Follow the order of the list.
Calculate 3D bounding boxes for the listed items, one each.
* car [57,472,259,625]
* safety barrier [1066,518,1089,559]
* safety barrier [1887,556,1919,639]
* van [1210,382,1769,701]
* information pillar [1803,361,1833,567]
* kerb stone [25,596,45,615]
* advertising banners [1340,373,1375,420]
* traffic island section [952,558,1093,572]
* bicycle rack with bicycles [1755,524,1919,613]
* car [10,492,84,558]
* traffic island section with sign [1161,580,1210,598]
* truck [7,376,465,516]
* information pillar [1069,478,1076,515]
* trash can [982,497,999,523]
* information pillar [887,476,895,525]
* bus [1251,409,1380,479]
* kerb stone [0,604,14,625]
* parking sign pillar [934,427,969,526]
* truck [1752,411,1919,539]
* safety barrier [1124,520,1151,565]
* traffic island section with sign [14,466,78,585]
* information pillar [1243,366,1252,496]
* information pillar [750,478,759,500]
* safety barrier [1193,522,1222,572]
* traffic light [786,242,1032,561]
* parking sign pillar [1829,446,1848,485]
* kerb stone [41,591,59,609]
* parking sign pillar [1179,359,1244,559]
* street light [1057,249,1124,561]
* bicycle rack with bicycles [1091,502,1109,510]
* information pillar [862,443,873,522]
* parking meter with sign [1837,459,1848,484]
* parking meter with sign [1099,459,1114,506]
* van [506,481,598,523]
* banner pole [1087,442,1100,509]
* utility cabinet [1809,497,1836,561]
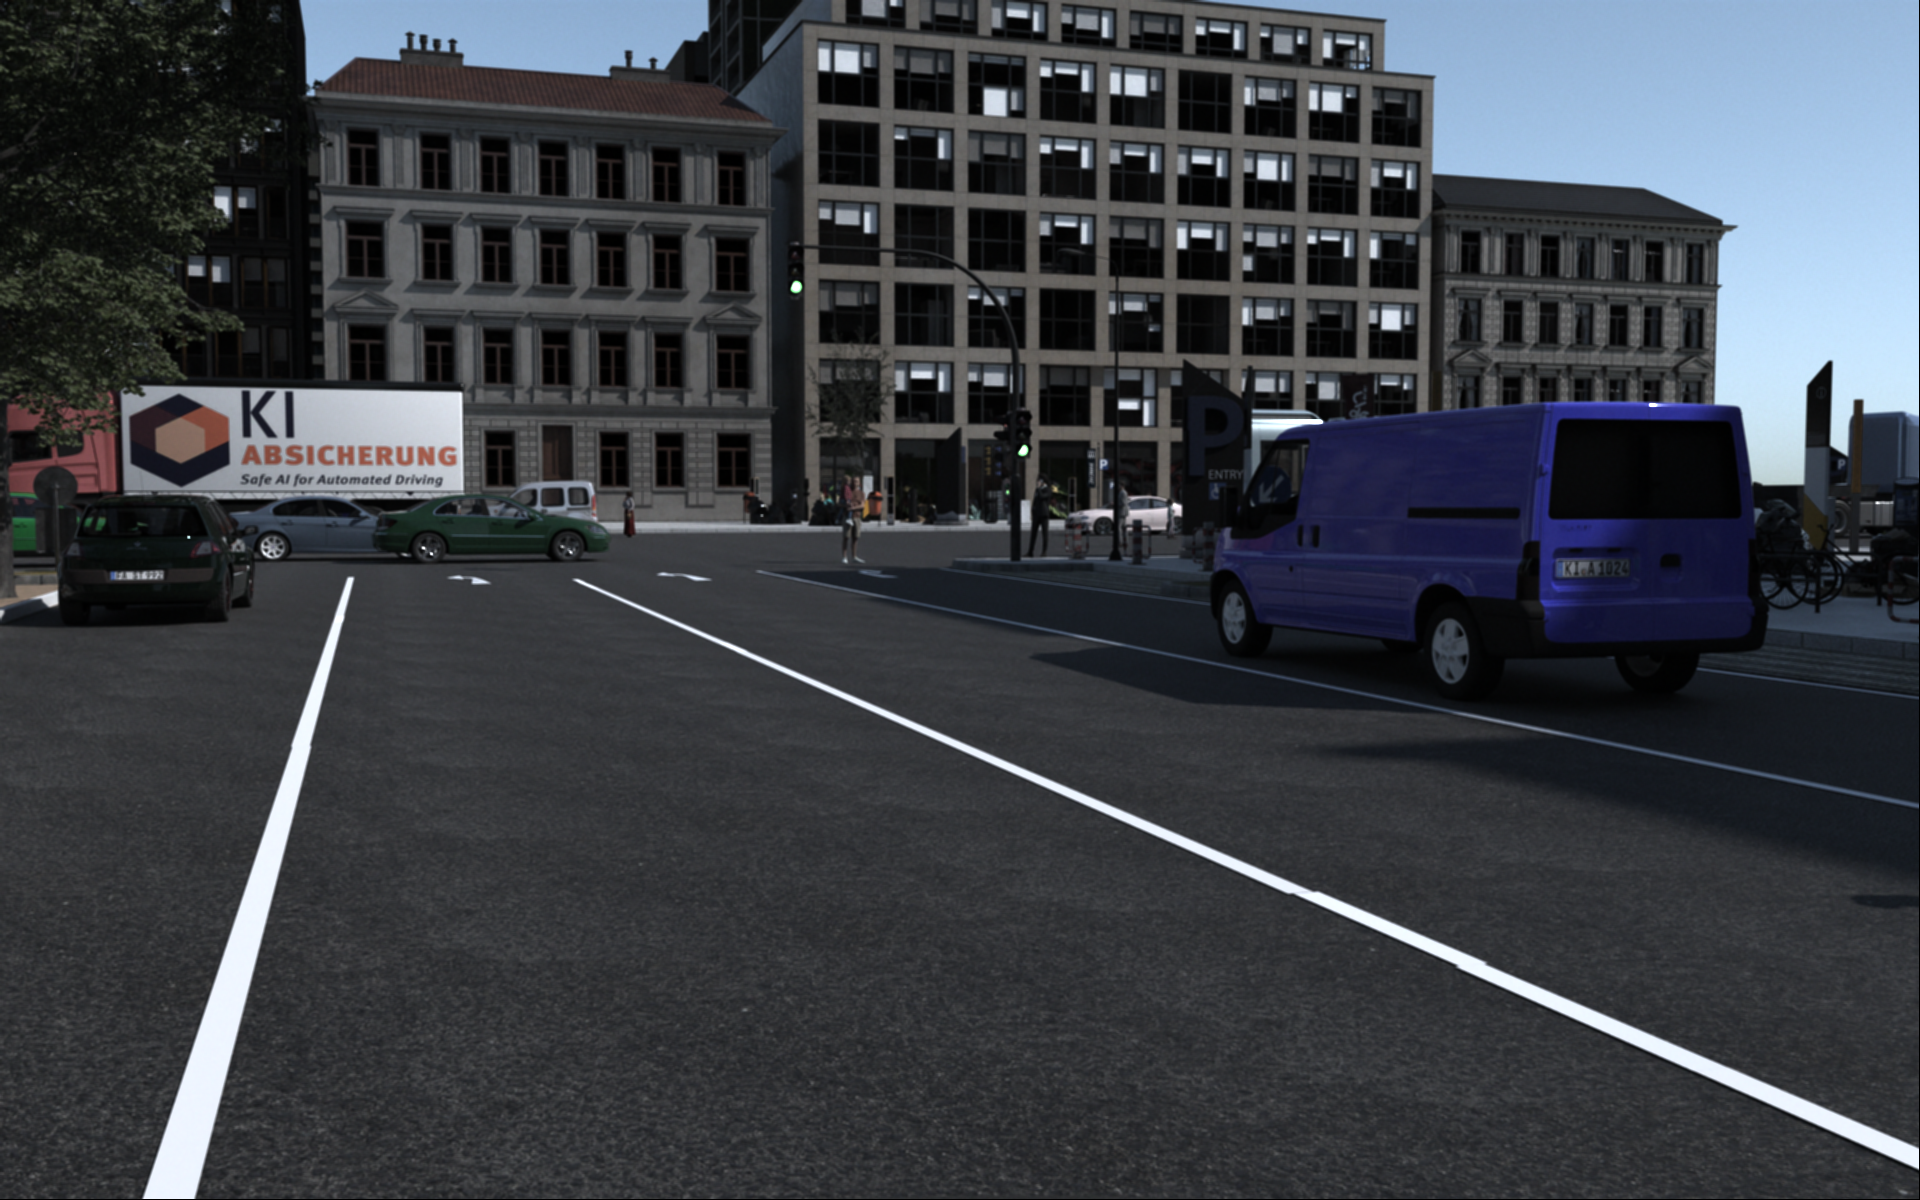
[{"bbox_3d":[-9.434,-0.657,20.521,2.009,1.686,4.222,-1,4,-17],"label":"car"},{"bbox_3d":[2.301,-1.213,34.103,0.300,0.817,1.120,-1,4,-19],"label":"safety barrier"},{"bbox_3d":[8.652,-0.061,15.271,0.300,0.817,1.120,-1,4,-19],"label":"safety barrier"},{"bbox_3d":[3.798,-0.577,13.825,2.240,2.365,5.245,-1,4,-17],"label":"van"},{"bbox_3d":[15.202,-2.406,30.697,0.183,3.616,0.504,-1,4,-19],"label":"information pillar"},{"bbox_3d":[-11.192,0.083,20.830,0.120,0.150,1.000,-1,4,-19],"label":"kerb stone"},{"bbox_3d":[6.400,-1.746,24.742,2.074,3.025,0.090,2,4,35],"label":"advertising banners"},{"bbox_3d":[1.072,-0.663,33.122,2.009,0.180,2.903,-1,4,-19],"label":"traffic island section"},{"bbox_3d":[9.314,-0.413,20.137,2.852,0.926,2.925,-3,5,-41],"label":"bicycle rack with bicycles"},{"bbox_3d":[-18.397,-1.563,34.343,4.718,1.807,1.959,-1,4,-19],"label":"car"},{"bbox_3d":[3.944,-0.975,24.574,1.989,1.847,2.006,-1,4,-19],"label":"traffic island section with sign"},{"bbox_3d":[-18.170,-3.305,42.951,11.283,4.237,2.839,-1,4,-19],"label":"truck"},{"bbox_3d":[5.036,-4.470,77.571,0.304,2.012,0.304,1,4,12],"label":"information pillar"},{"bbox_3d":[1.347,-3.934,75.975,0.748,1.137,0.748,0,3,0],"label":"trash can"},{"bbox_3d":[-2.878,-4.125,71.941,0.304,2.012,0.304,0,4,0],"label":"information pillar"},{"bbox_3d":[12.204,-2.782,40.340,13.247,3.499,2.948,-1,4,-17],"label":"bus"},{"bbox_3d":[-10.867,0.143,19.851,0.120,0.150,1.000,-1,4,-19],"label":"kerb stone"},{"bbox_3d":[-0.353,-5.017,70.493,1.447,3.967,1.447,3,5,45],"label":"parking sign pillar"},{"bbox_3d":[24.771,-4.020,55.490,18.799,4.110,2.967,-1,4,-18],"label":"truck"},{"bbox_3d":[3.215,-1.048,31.413,0.300,0.817,1.120,-1,4,-19],"label":"safety barrier"},{"bbox_3d":[-14.752,-1.219,28.062,2.006,1.907,1.989,-1,4,-19],"label":"traffic island section with sign"},{"bbox_3d":[5.296,-2.479,31.885,0.183,3.616,0.504,0,4,2],"label":"information pillar"},{"bbox_3d":[-9.331,-4.538,78.691,0.304,2.012,0.304,3,4,37],"label":"information pillar"},{"bbox_3d":[4.118,-0.883,28.717,0.300,0.817,1.120,-1,4,-19],"label":"safety barrier"},{"bbox_3d":[-0.924,-3.518,32.192,4.771,5.953,1.251,-1,4,-19],"label":"traffic light"},{"bbox_3d":[44.725,-6.113,88.423,1.447,3.967,1.447,1,4,21],"label":"parking sign pillar"},{"bbox_3d":[-11.526,0.024,21.806,0.120,0.150,1.000,-1,4,-19],"label":"kerb stone"},{"bbox_3d":[5.107,-2.818,34.545,1.447,3.967,1.447,0,4,-1],"label":"parking sign pillar"},{"bbox_3d":[2.491,-3.704,33.103,1.470,5.913,1.316,-1,4,-19],"label":"street light"},{"bbox_3d":[7.279,-3.912,77.342,2.925,0.926,2.852,-2,4,-33],"label":"bicycle rack with bicycles"},{"bbox_3d":[-4.202,-5.338,78.629,0.504,3.616,0.183,-1,4,-23],"label":"information pillar"},{"bbox_3d":[44.151,-5.461,85.540,1.738,3.016,0.543,-1,4,-22],"label":"parking meter with sign"},{"bbox_3d":[7.351,-5.440,85.199,0.543,3.016,1.738,-1,4,-18],"label":"parking meter with sign"},{"bbox_3d":[-13.284,-2.844,53.510,4.112,2.044,2.013,-1,4,-17],"label":"van"},{"bbox_3d":[6.492,-5.732,83.736,0.863,3.779,0.401,-1,4,-23],"label":"banner pole"},{"bbox_3d":[16.811,-1.383,33.781,0.306,1.237,1.020,1,4,17],"label":"utility cabinet"}]
